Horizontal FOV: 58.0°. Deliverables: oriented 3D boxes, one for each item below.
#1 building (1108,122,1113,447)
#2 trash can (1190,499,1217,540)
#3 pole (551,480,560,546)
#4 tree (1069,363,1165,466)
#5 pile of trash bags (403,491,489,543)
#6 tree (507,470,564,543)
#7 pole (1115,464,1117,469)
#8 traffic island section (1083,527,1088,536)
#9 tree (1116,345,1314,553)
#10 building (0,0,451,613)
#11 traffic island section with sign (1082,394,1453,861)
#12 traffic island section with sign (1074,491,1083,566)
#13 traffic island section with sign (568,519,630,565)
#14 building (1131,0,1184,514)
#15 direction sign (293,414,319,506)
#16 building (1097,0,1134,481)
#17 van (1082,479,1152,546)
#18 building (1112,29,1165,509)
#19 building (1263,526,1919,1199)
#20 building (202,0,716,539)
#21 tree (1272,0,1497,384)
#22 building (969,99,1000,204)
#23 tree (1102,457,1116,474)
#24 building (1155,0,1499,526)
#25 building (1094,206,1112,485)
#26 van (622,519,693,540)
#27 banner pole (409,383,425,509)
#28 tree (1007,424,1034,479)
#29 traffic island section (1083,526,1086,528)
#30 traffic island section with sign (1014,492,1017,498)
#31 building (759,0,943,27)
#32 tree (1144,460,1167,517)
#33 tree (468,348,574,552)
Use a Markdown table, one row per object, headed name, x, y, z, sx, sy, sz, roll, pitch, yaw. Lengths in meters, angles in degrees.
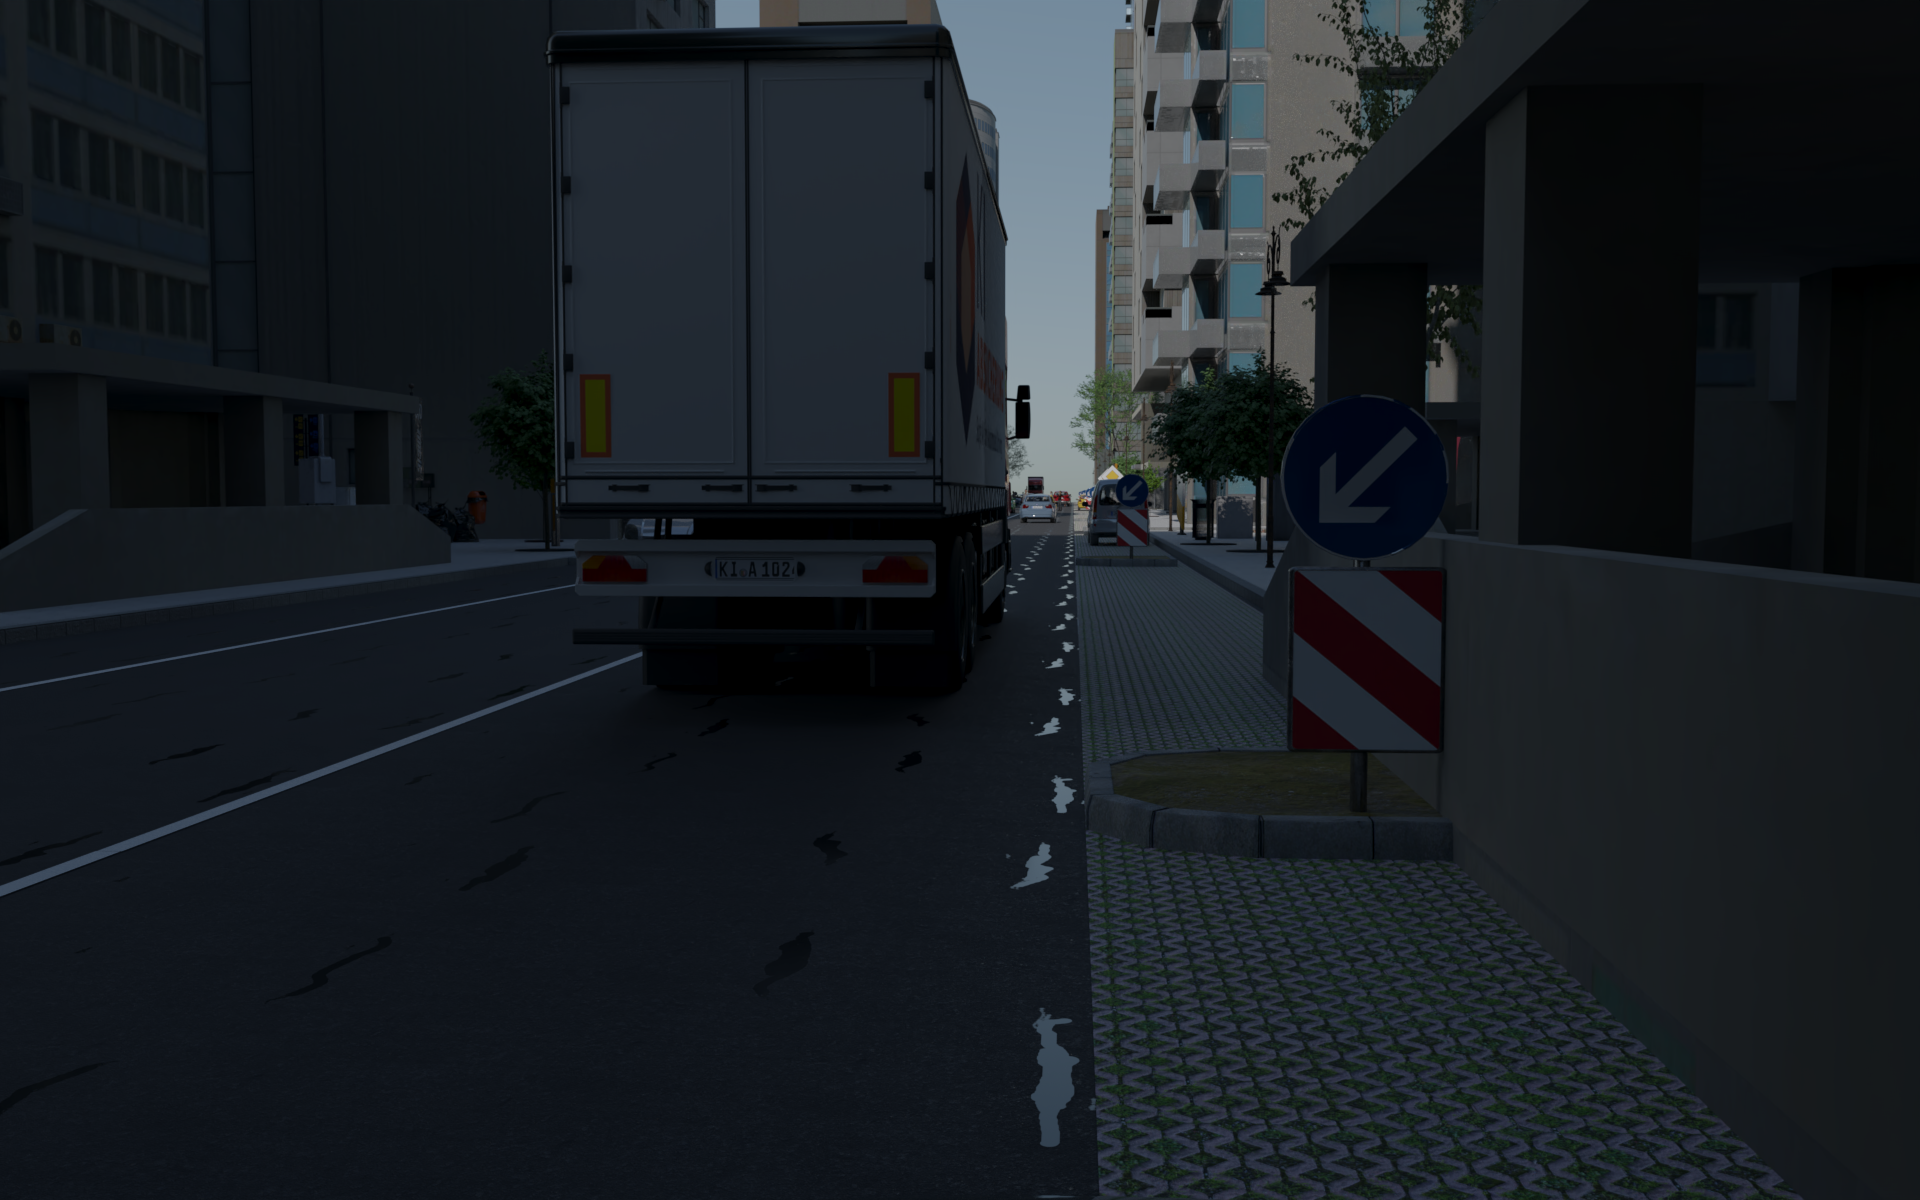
| name | x | y | z | sx | sy | sz | roll | pitch | yaw |
| --- | --- | --- | --- | --- | --- | --- | --- | --- | --- |
| building | 28.664 | -35.625 | 202.083 | 23.786 | 49.044 | 30.456 | 0 | 4 | 4 |
| trash can | 6.781 | -2.241 | 48.301 | 0.748 | 1.137 | 0.748 | 0 | 3 | 0 |
| pole | -9.918 | -2.969 | 42.389 | 0.158 | 3.312 | 0.155 | 0 | 3 | 0 |
| tree | 12.364 | -12.861 | 136.026 | 9.928 | 11.665 | 9.643 | 0 | 3 | 0 |
| pile of trash bags | -13.713 | -2.236 | 46.312 | 1.912 | 1.369 | 3.447 | 1 | 4 | 17 |
| tree | -11.154 | -3.163 | 46.321 | 1.663 | 3.219 | 1.824 | 0 | 3 | 0 |
| pole | 10.461 | -7.486 | 116.239 | 0.158 | 3.312 | 0.155 | 0 | 3 | 0 |
| traffic island section | 5.316 | -2.322 | 60.249 | 2.009 | 0.180 | 2.903 | 0 | 4 | 4 |
| tree | 6.579 | -3.345 | 38.398 | 4.285 | 4.588 | 4.351 | 0 | 3 | 0 |
| building | -26.016 | -20.387 | 25.211 | 32.217 | 40.220 | 23.993 | 0 | 4 | 4 |
| traffic island section with sign | 1.557 | 0.058 | 7.684 | 1.989 | 1.847 | 2.006 | 0 | 4 | 4 |
| traffic island section with sign | 3.331 | -1.606 | 34.886 | 1.989 | 1.847 | 2.006 | 0 | 4 | 4 |
| traffic island section with sign | -6.849 | -1.658 | 35.734 | 1.989 | 1.847 | 2.006 | 0 | 4 | 4 |
| building | 24.943 | -31.871 | 110.333 | 28.713 | 52.752 | 27.495 | 0 | 4 | 4 |
| direction sign | -18.209 | -3.443 | 48.295 | 0.379 | 3.537 | 0.876 | 2 | 4 | 26 |
| building | 30.541 | -56.709 | 239.855 | 22.319 | 86.520 | 31.000 | 0 | 4 | 4 |
| van | 4.467 | -2.570 | 49.027 | 2.013 | 2.044 | 4.112 | 0 | 4 | 3 |
| building | 20.727 | -28.892 | 155.981 | 14.154 | 41.232 | 14.086 | 0 | 4 | 4 |
| building | 17.977 | -19.107 | 4.284 | 32.217 | 40.220 | 23.993 | 0 | 4 | 4 |
| building | -15.455 | -22.722 | 55.093 | 14.086 | 41.232 | 14.154 | 0 | 4 | 4 |
| tree | 5.945 | -4.425 | 22.719 | 4.737 | 8.622 | 4.395 | 0 | 3 | 0 |
| building | -5.358 | -43.615 | 255.098 | 21.231 | 58.520 | 28.212 | 0 | 4 | 4 |
| tree | 6.230 | -3.675 | 43.800 | 4.285 | 4.588 | 4.351 | 0 | 3 | 0 |
| building | 23.884 | -27.910 | 75.938 | 30.456 | 49.044 | 23.786 | 0 | 4 | 4 |
| building | 27.536 | -37.542 | 263.914 | 14.600 | 45.320 | 14.200 | 0 | 4 | 4 |
| van | -4.670 | -1.421 | 30.247 | 2.013 | 2.044 | 4.112 | 0 | 4 | 5 |
| banner pole | -12.368 | -3.023 | 39.444 | 0.401 | 3.779 | 0.863 | 0 | 4 | 4 |
| tree | 7.723 | -23.896 | 301.061 | 12.009 | 13.543 | 11.850 | 0 | 3 | 0 |
| traffic island section | 5.837 | -2.810 | 68.217 | 2.009 | 0.180 | 2.903 | 0 | 4 | 4 |
| traffic island section with sign | 8.979 | -16.477 | 278.025 | 1.989 | 1.847 | 2.006 | 0 | 4 | 4 |
| building | -8.842 | -30.630 | 150.910 | 14.600 | 45.320 | 14.200 | 0 | 4 | 4 |
| tree | 10.607 | -6.303 | 97.658 | 1.663 | 3.219 | 1.824 | 0 | 3 | 0 |
| tree | -9.372 | -3.389 | 39.123 | 4.285 | 4.588 | 4.351 | 0 | 3 | 0 |
